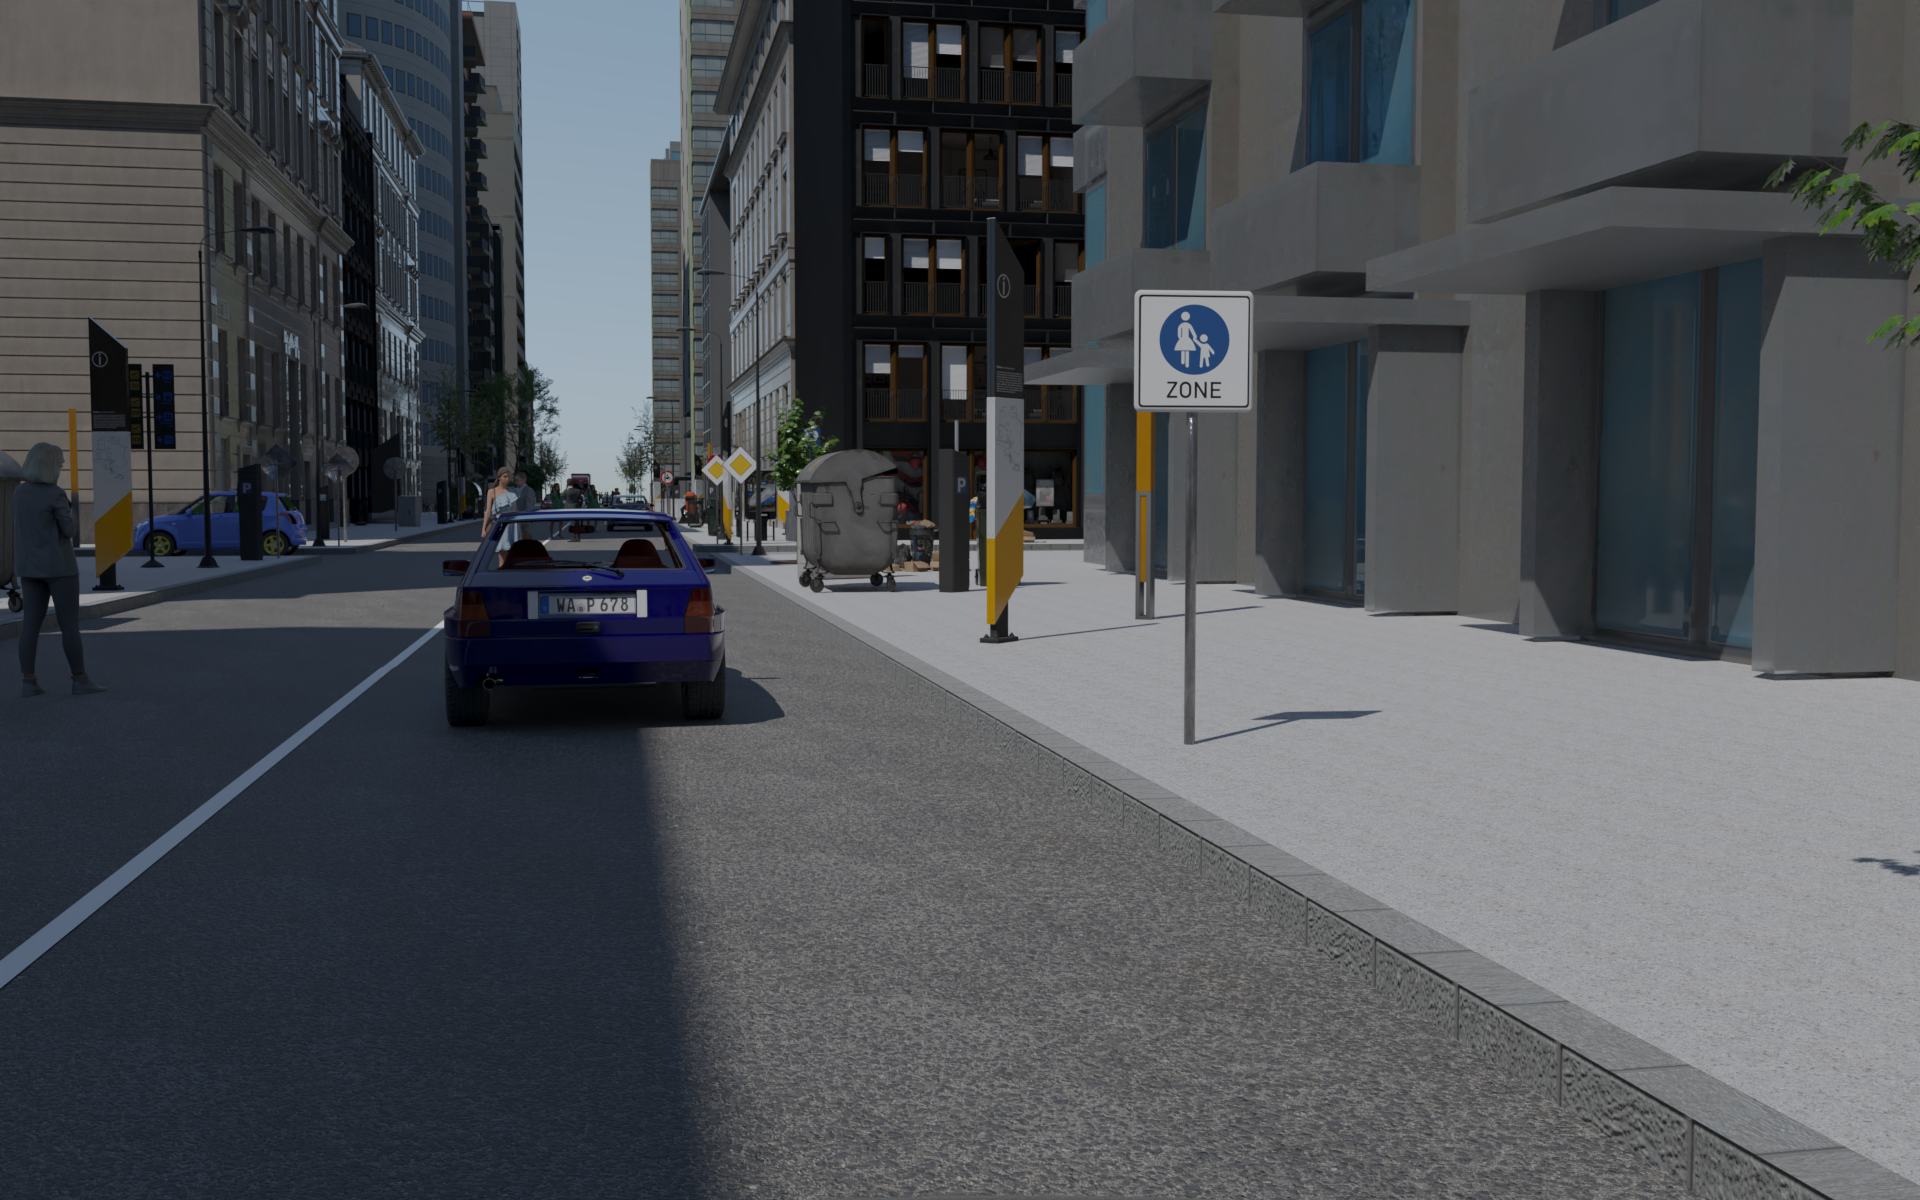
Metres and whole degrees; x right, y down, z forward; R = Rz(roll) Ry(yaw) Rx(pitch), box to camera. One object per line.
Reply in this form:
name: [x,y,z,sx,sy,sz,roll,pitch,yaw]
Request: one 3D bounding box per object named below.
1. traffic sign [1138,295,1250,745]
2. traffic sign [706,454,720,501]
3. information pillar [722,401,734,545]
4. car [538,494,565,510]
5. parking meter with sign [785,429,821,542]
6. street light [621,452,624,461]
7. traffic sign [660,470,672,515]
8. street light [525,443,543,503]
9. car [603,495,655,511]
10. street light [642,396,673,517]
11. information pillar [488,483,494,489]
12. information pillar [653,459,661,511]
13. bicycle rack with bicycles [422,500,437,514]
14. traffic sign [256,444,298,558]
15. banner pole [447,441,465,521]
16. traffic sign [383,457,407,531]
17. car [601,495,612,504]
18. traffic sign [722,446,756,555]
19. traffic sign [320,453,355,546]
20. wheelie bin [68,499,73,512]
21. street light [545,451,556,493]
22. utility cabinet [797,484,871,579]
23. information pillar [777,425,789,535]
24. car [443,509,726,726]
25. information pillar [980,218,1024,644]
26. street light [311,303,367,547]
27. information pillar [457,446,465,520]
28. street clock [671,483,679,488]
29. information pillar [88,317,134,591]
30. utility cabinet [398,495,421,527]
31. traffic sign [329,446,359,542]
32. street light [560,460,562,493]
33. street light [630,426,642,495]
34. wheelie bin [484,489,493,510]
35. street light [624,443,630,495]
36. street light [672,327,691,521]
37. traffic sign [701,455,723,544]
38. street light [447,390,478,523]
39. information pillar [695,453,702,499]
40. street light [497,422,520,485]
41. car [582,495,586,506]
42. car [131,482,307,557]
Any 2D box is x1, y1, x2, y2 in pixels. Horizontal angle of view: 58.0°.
traffic sign: [1.175,-0.409,8.809,0.606,2.300,0.079,0,4,-6]
traffic sign: [-7.670,-3.356,54.973,0.768,2.556,0.104,0,4,-5]
information pillar: [-5.869,-3.199,43.665,0.183,3.616,0.504,-2,4,-23]
car: [-26.033,-6.276,111.648,2.155,1.783,4.494,-1,4,-10]
parking meter with sign: [-4.305,-3.087,46.738,0.543,3.016,1.738,-2,4,-24]
street light: [-39.213,-14.238,205.325,1.470,5.913,1.316,-1,4,-12]
traffic sign: [-15.782,-5.709,93.441,0.768,2.556,0.104,0,4,-7]
street light: [-37.442,-10.955,151.656,1.470,5.913,1.316,-1,4,-12]
car: [-12.984,-3.423,67.976,2.014,1.417,4.499,-1,4,-12]
street light: [-14.232,-6.731,82.590,1.470,5.913,1.316,-1,4,-12]
information pillar: [-31.021,-6.745,114.773,0.304,2.012,0.304,2,4,28]
information pillar: [-20.365,-7.643,116.319,0.504,3.616,0.183,-2,4,-34]
bicycle rack with bicycles: [-34.713,-6.075,112.716,2.852,0.926,2.925,-2,4,-34]
traffic sign: [-13.614,-1.890,34.544,0.795,2.450,0.064,-1,4,-12]
banner pole: [-23.961,-5.644,82.296,0.863,3.779,0.401,-3,5,-39]
traffic sign: [-19.508,-3.653,59.835,0.768,2.556,0.104,-1,4,-11]
car: [-49.190,-14.055,242.160,2.083,1.381,4.827,-1,4,-11]
traffic sign: [-4.601,-2.001,36.358,0.795,2.450,0.064,-1,4,-12]
traffic sign: [-15.212,-2.369,42.368,0.795,2.450,0.064,-1,4,-12]
wheelie bin: [-15.064,-1.268,28.642,0.693,1.594,0.980,-2,4,-30]
street light: [-47.346,-13.928,200.266,1.470,5.913,1.316,-1,4,-12]
utility cabinet: [-1.862,-1.064,26.072,1.173,1.500,0.318,-2,4,-35]
information pillar: [-5.468,-3.843,54.196,0.504,3.616,0.183,2,4,25]
car: [-2.649,0.025,12.173,1.945,1.354,3.894,-1,4,-13]
information pillar: [0.386,-1.445,14.973,0.183,3.616,0.504,2,4,34]
street light: [-15.118,-4.261,42.203,1.470,5.913,1.316,-1,4,-12]
information pillar: [-24.201,-5.668,84.033,0.504,3.616,0.183,3,4,39]
street clock: [-18.172,-6.478,110.485,0.471,2.002,0.358,-2,4,-31]
information pillar: [-11.274,-1.935,22.984,0.504,3.616,0.183,0,4,-2]
utility cabinet: [-21.830,-3.514,68.620,1.020,1.237,0.306,2,4,33]
traffic sign: [-16.354,-2.808,46.015,0.768,2.556,0.104,0,4,-4]
street light: [-54.449,-16.040,234.790,1.470,5.913,1.316,-1,4,-12]
street light: [-22.473,-9.206,123.054,1.470,5.913,1.316,-1,4,-12]
wheelie bin: [-28.521,-5.973,105.573,0.980,1.594,0.693,-2,4,-27]
street light: [-29.550,-11.302,157.330,1.470,5.913,1.316,-1,4,-12]
street light: [-7.199,-4.638,48.368,1.470,5.913,1.316,-1,4,-12]
traffic sign: [-6.199,-2.479,44.182,0.795,2.450,0.064,-1,4,-12]
street light: [-22.121,-6.387,76.976,1.470,5.913,1.316,-1,4,-12]
information pillar: [-15.072,-6.630,99.754,0.183,3.616,0.504,3,5,43]
street light: [-30.443,-8.853,117.294,1.470,5.913,1.316,-1,4,-12]
car: [-46.000,-11.988,208.362,2.083,1.381,4.827,-1,4,-12]
car: [-16.794,-1.816,39.277,3.694,1.707,1.945,-1,4,-13]
